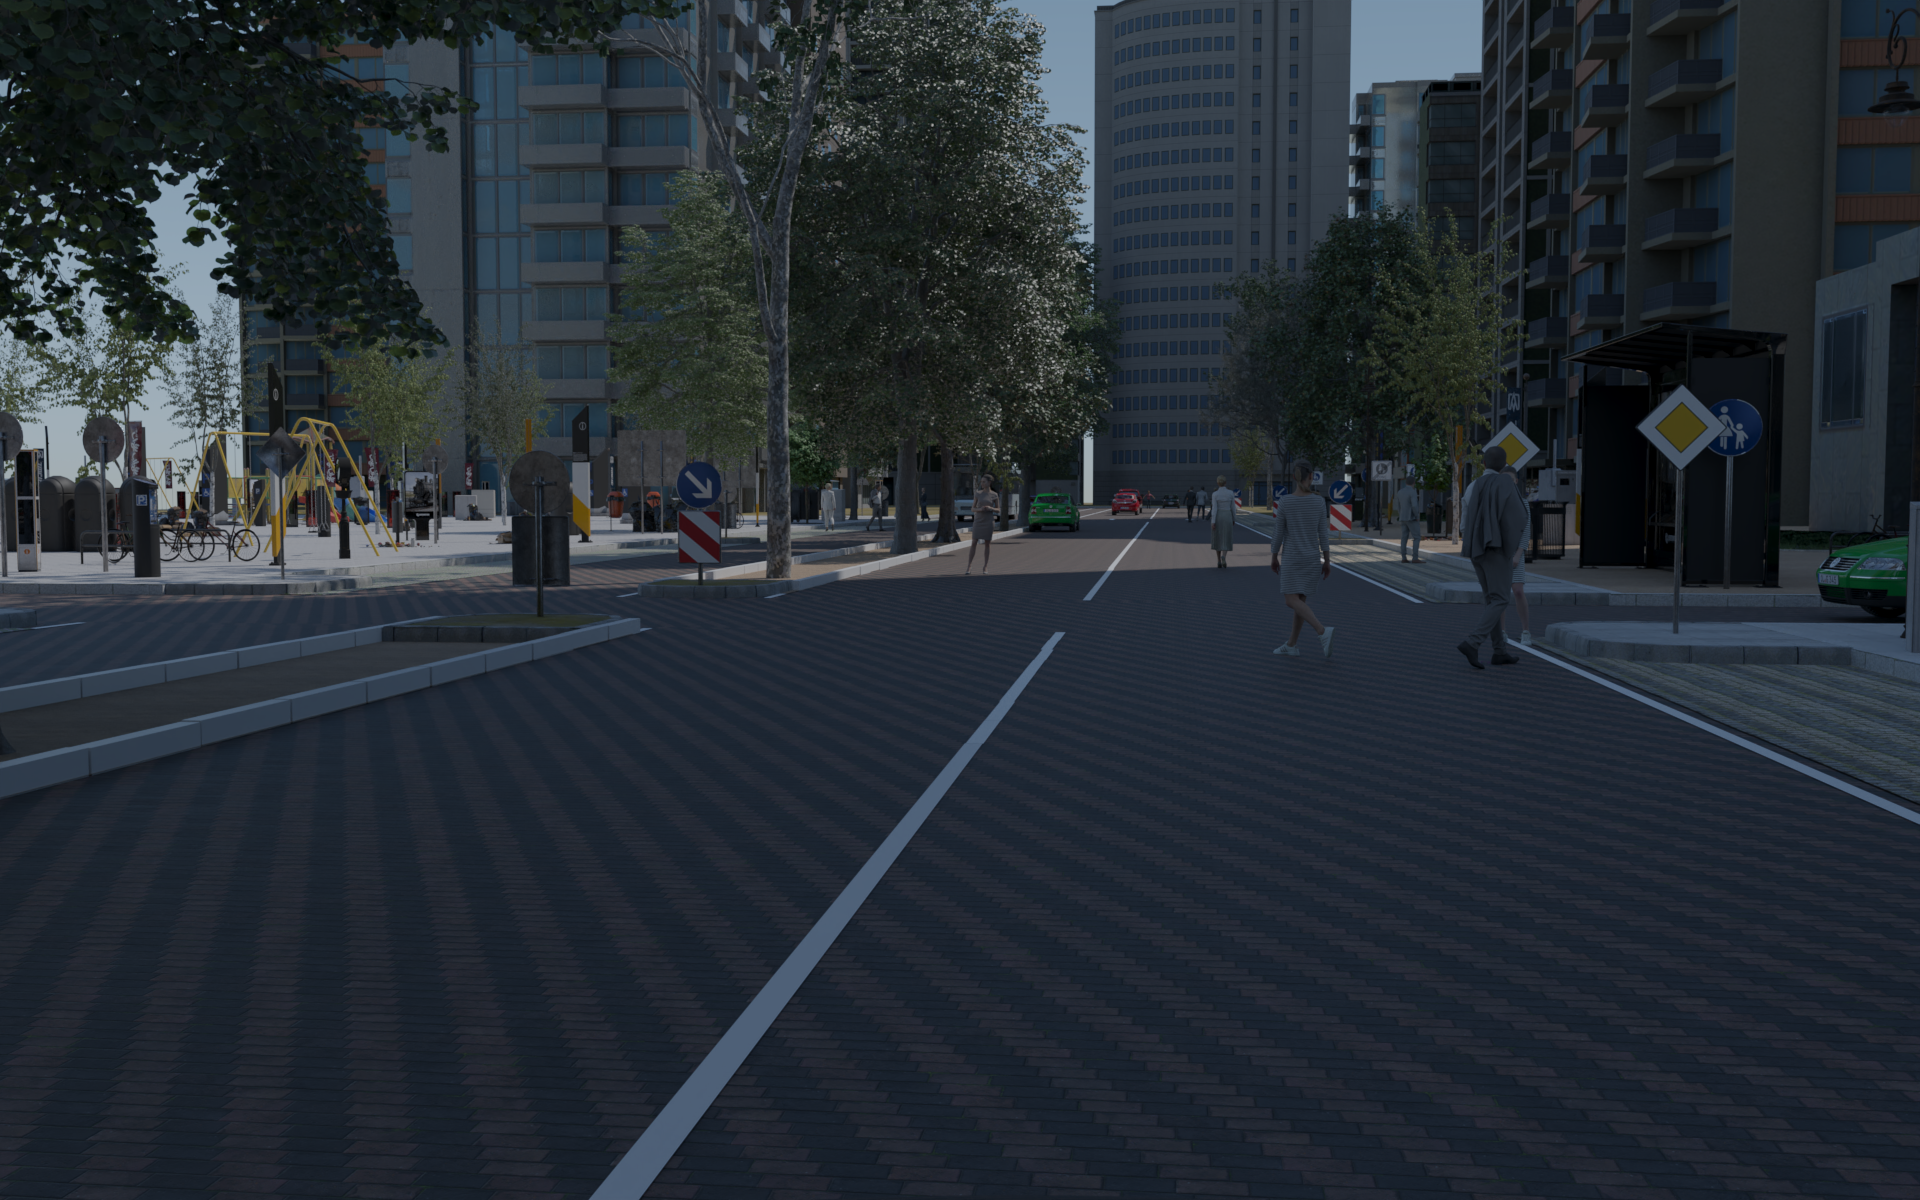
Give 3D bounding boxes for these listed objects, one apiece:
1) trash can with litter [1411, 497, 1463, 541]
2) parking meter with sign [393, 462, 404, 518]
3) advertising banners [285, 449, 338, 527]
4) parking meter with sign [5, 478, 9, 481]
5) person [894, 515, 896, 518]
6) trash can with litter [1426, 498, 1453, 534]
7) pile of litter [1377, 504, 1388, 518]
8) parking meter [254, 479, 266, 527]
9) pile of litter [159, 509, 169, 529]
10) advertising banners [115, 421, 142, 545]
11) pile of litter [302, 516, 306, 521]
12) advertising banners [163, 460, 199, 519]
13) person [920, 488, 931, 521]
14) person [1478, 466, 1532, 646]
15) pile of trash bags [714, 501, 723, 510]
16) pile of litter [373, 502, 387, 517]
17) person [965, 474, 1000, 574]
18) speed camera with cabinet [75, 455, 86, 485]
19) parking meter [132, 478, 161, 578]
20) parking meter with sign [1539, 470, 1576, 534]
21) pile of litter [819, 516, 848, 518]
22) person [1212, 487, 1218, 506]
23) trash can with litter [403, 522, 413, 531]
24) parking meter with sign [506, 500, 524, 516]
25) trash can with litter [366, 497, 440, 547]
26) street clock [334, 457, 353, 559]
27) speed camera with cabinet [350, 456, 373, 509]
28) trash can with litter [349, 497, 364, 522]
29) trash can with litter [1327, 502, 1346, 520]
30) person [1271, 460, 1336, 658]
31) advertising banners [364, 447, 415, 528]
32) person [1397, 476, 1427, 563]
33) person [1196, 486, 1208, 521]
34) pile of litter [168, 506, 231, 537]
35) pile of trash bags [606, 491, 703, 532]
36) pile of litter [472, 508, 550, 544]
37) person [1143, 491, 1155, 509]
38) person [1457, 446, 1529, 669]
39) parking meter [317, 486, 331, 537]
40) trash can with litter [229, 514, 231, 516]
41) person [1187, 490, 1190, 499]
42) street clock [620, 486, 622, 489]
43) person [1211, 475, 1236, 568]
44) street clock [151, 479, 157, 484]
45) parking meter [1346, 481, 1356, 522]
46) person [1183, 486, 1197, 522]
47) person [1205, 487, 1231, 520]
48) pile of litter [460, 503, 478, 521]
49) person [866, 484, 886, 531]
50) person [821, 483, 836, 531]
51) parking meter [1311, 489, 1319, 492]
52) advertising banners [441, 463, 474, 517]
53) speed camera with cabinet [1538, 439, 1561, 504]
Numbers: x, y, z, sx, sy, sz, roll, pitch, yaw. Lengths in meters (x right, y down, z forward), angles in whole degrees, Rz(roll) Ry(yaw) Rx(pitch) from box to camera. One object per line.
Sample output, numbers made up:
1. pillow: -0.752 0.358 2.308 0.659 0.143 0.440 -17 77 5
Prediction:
1. trash can with litter: 13.281 -2.254 47.904 2.233 1.210 1.678 -2 4 -24
2. parking meter with sign: -30.253 -5.981 94.054 0.543 3.016 1.738 -2 4 -31
3. advertising banners: -25.151 -4.338 67.122 2.074 3.025 0.090 -1 4 -13
4. parking meter with sign: -46.490 -5.379 84.211 1.738 3.016 0.543 0 4 -7
5. person: -2.338 -3.806 71.089 0.694 1.780 0.624 -2 4 -24
6. trash can with litter: 15.633 -2.737 56.133 1.055 1.170 0.624 1 4 18
7. pile of litter: 22.399 -4.800 92.449 1.176 0.858 1.719 2 4 29
8. parking meter: -27.722 -3.845 68.574 0.399 1.863 0.255 1 4 17
9. pile of litter: -28.625 -2.996 62.954 1.719 0.858 1.176 0 4 8
10. advertising banners: -20.343 -2.788 41.776 2.074 3.025 0.090 2 4 30
11. pile of litter: -30.625 -4.157 81.929 1.176 0.858 1.719 1 4 11
12. advertising banners: -40.612 -5.760 90.369 0.090 3.025 2.074 2 4 34
13. person: -1.841 -4.960 90.011 0.534 1.772 0.576 -3 5 -40
14. person: 5.238 -0.434 16.592 0.512 1.701 0.522 1 4 23
15. pile of trash bags: -11.441 -3.852 72.726 3.447 1.369 1.912 0 4 -7
16. pile of litter: -33.050 -5.127 97.784 1.719 0.858 1.176 -1 4 -18
17. person: 0.403 -1.352 30.942 0.599 1.781 0.374 0 4 5
18. speed camera with cabinet: -45.404 -5.753 88.395 2.038 3.252 0.660 0 4 -4
19. parking meter: -12.543 -1.119 26.701 0.372 1.533 0.369 0 3 0
20. parking meter with sign: 19.622 -3.658 56.070 1.738 3.016 0.543 1 4 15
21. pile of litter: -6.899 -4.843 93.146 1.719 0.858 1.176 2 4 24
22. person: 14.225 -5.353 96.252 0.478 1.798 0.641 3 5 43
23. trash can with litter: -19.115 -3.016 60.694 1.055 1.170 0.624 -1 4 -20
24. parking meter with sign: -26.194 -6.540 103.185 0.543 3.016 1.738 3 4 38
25. trash can with litter: -13.699 -1.921 42.461 1.678 1.210 2.233 -1 4 -21
26. street clock: -12.196 -1.817 34.276 0.358 2.002 0.471 -2 4 -31
27. speed camera with cabinet: -31.067 -5.844 89.884 0.660 3.252 2.038 0 4 -1
28. trash can with litter: -27.800 -4.156 79.343 1.055 1.170 0.624 2 4 28
29. trash can with litter: 19.133 -4.584 86.006 1.678 1.210 2.233 -1 4 -18
30. person: 3.034 -0.362 15.175 0.466 1.731 0.760 -3 4 -38
31. advertising banners: -21.315 -4.221 65.204 2.074 3.025 0.090 -2 4 -26
32. person: 9.268 -1.658 35.704 0.391 1.810 0.635 -2 4 -34
33. person: 12.743 -5.079 91.381 0.661 1.843 0.795 1 4 22
34. pile of litter: -22.931 -2.357 52.506 1.719 0.858 1.176 -1 4 -21
35. pile of trash bags: -10.723 -3.033 59.339 3.447 1.369 1.912 2 4 29
36. pile of litter: -11.553 -1.904 45.095 1.176 0.858 1.719 3 5 43
37. person: 18.358 -9.736 168.408 1.217 1.743 0.721 0 4 -2
38. person: 4.427 -0.352 14.353 0.850 1.850 0.679 -2 4 -34
39. parking meter: -18.941 -2.640 51.576 0.372 1.533 0.369 0 3 0
40. trash can with litter: -40.926 -5.141 95.110 2.233 1.210 1.678 0 4 6
41. person: 21.170 -9.277 160.199 0.705 1.821 1.348 2 4 28
42. street clock: -19.423 -5.860 100.383 0.471 2.002 0.358 1 4 18
43. person: 5.078 -1.511 33.436 0.478 1.798 0.641 1 4 13
44. street clock: -38.756 -4.797 83.004 0.471 2.002 0.358 -1 4 -17
45. parking meter: 17.939 -4.515 79.531 0.255 1.863 0.399 -3 5 -40
46. person: 11.681 -4.862 87.767 0.659 1.850 0.755 1 4 19
47. person: 14.113 -5.214 93.971 1.509 1.804 0.699 1 4 14
48. pile of litter: -23.204 -4.225 83.051 1.719 0.858 1.176 3 4 39
49. person: -3.235 -3.533 66.357 0.850 1.850 0.679 2 4 27
50. person: -5.009 -3.529 66.077 0.514 1.842 0.818 -1 4 -16
51. parking meter: 17.529 -4.715 85.502 0.372 1.533 0.369 0 3 0
52. advertising banners: -28.132 -6.147 96.698 2.074 3.025 0.090 -2 4 -34
53. speed camera with cabinet: 22.096 -4.205 63.093 2.038 3.252 0.660 -1 4 -19
